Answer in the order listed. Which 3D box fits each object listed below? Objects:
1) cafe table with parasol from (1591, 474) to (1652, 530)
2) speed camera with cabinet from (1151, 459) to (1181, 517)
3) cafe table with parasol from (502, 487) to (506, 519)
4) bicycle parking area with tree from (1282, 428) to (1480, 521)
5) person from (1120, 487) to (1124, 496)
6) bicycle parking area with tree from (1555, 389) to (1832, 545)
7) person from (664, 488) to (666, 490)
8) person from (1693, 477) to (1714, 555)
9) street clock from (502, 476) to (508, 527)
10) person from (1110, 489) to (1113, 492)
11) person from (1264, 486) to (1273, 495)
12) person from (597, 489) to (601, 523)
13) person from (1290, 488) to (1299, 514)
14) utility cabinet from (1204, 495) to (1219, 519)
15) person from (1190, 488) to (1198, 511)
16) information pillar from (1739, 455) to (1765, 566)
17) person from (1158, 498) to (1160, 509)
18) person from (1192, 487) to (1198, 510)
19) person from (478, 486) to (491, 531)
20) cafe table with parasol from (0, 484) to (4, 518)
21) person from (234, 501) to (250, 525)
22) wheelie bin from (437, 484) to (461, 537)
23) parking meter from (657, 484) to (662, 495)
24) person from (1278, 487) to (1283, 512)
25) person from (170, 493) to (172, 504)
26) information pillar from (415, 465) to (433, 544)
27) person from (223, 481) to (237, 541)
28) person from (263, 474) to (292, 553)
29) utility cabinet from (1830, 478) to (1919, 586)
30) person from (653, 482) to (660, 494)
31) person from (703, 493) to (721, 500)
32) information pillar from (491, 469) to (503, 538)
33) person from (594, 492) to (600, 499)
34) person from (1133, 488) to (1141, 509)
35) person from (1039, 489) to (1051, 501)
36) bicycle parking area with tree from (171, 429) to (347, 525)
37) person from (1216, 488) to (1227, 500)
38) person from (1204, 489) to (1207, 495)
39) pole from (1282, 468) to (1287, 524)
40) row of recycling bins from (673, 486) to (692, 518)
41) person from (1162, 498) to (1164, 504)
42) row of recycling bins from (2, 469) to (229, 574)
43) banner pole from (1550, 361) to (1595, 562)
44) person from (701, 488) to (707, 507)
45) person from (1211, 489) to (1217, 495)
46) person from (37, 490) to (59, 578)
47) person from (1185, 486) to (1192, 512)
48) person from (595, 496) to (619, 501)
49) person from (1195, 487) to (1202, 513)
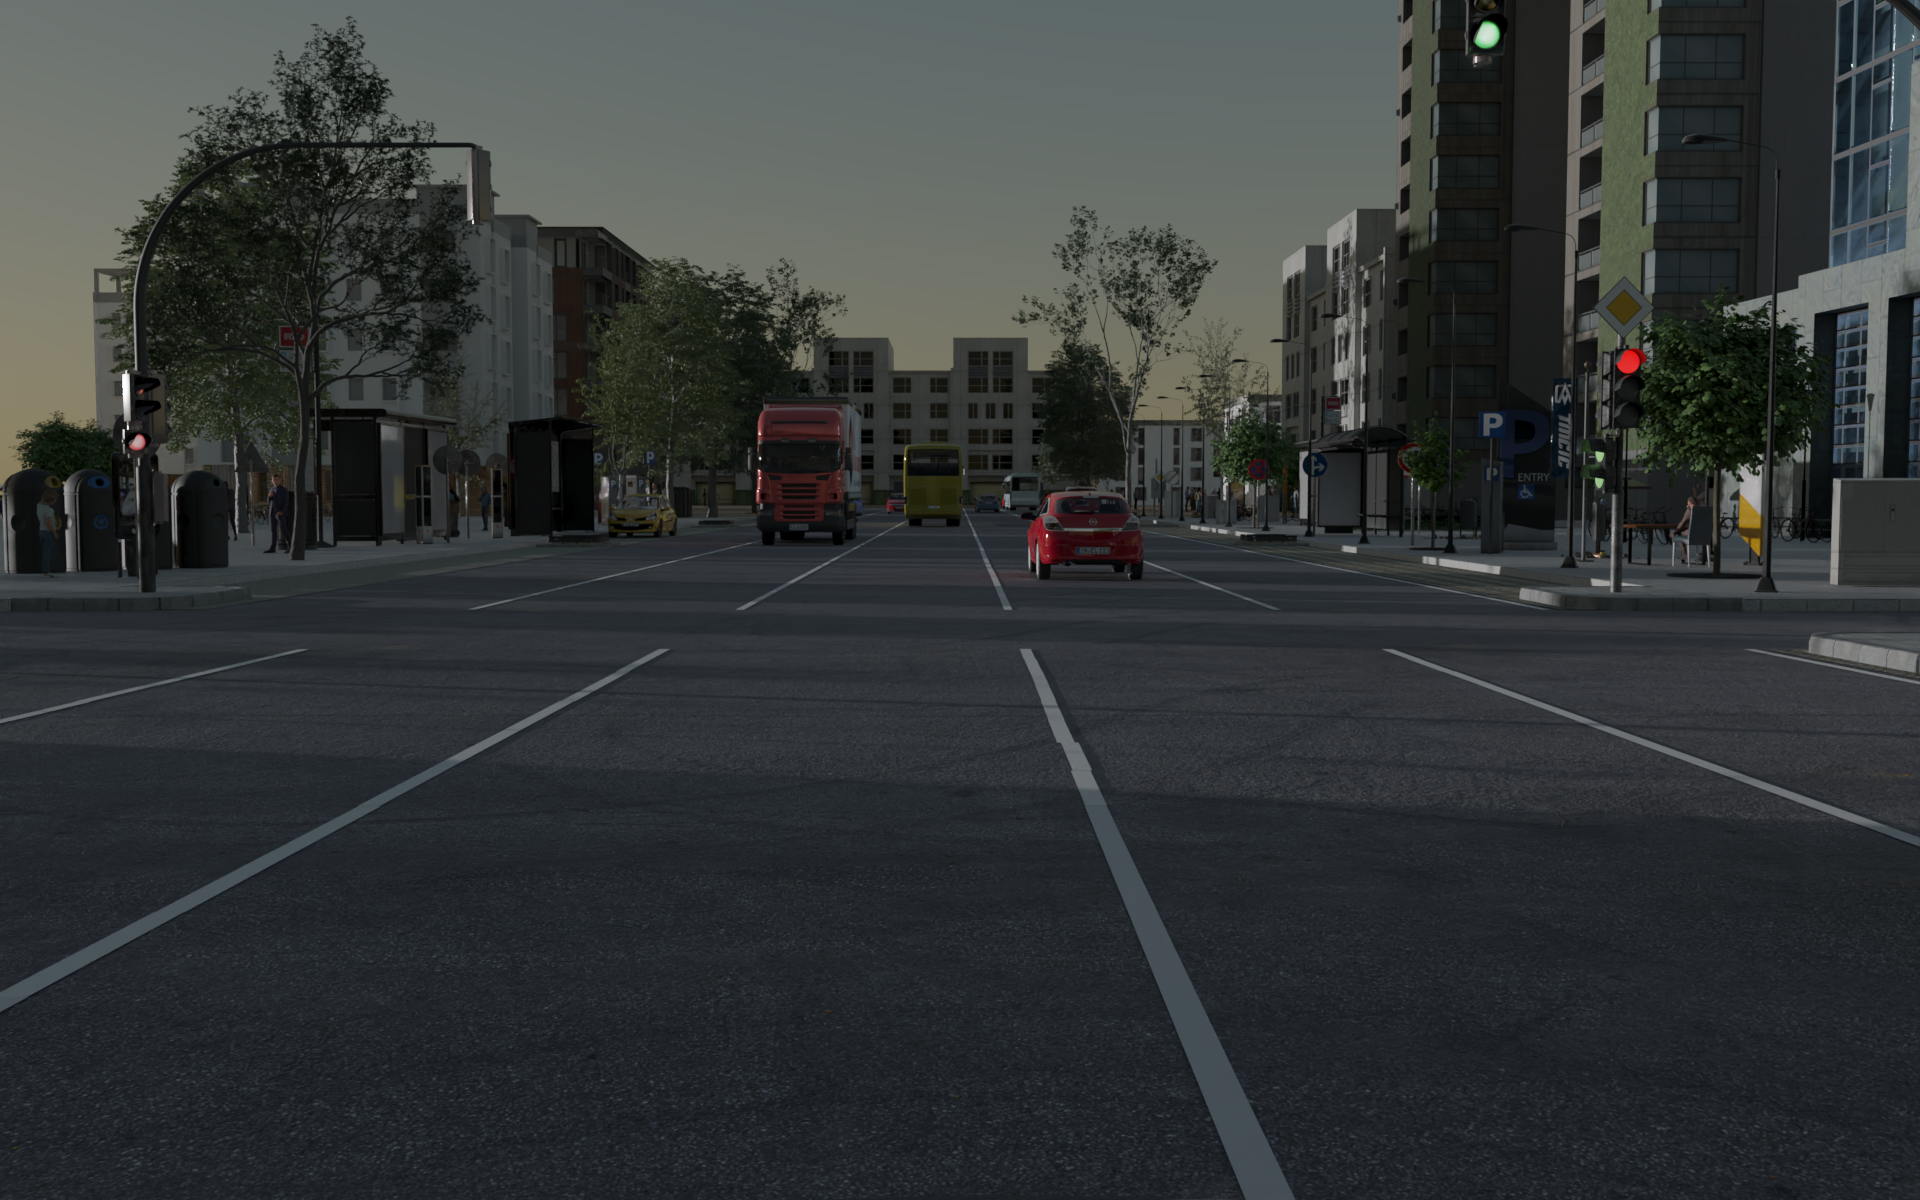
[{"bbox_3d":[22.508,-3.307,58.928,2.610,1.966,2.610,-1,4,-11],"label":"cafe table with parasol"},{"bbox_3d":[11.548,-6.250,96.515,0.660,3.252,2.038,-3,4,-37],"label":"speed camera with cabinet"},{"bbox_3d":[-20.514,-4.644,80.794,2.610,1.966,2.610,2,4,31],"label":"cafe table with parasol"},{"bbox_3d":[18.941,-5.588,78.372,9.016,4.147,8.231,1,4,16],"label":"bicycle parking area with tree"},{"bbox_3d":[13.261,-8.342,142.427,0.705,1.826,1.348,1,4,17],"label":"person"},{"bbox_3d":[20.620,-3.676,47.111,8.231,4.147,9.016,0,4,6],"label":"bicycle parking area with tree"},{"bbox_3d":[-20.717,-7.010,121.472,0.721,1.723,1.217,-1,4,-11],"label":"person"},{"bbox_3d":[15.675,-1.769,36.427,0.517,1.644,0.566,2,4,24],"label":"person"},{"bbox_3d":[-17.681,-3.855,67.594,0.471,2.002,0.358,1,4,17],"label":"street clock"},{"bbox_3d":[10.986,-7.281,126.563,0.593,1.643,0.415,-2,4,-24],"label":"person"},{"bbox_3d":[20.804,-6.751,116.520,0.705,1.812,1.348,-2,4,-26],"label":"person"},{"bbox_3d":[-15.685,-4.119,75.860,0.387,1.526,0.523,0,4,1],"label":"person"},{"bbox_3d":[21.794,-6.508,112.537,0.705,1.814,1.350,-1,4,-10],"label":"person"},{"bbox_3d":[13.248,-4.892,91.151,0.306,1.237,1.020,3,5,40],"label":"utility cabinet"},{"bbox_3d":[17.487,-7.573,130.591,0.721,1.736,1.217,-3,5,-40],"label":"person"},{"bbox_3d":[14.273,-2.434,31.146,0.183,3.616,0.504,-2,4,-24],"label":"information pillar"},{"bbox_3d":[17.611,-8.776,152.721,0.628,1.438,0.799,-2,4,-31],"label":"person"},{"bbox_3d":[18.884,-8.185,139.848,0.705,1.826,1.348,3,5,42],"label":"person"},{"bbox_3d":[-16.624,-3.205,60.657,0.429,1.552,0.499,-3,5,-45],"label":"person"},{"bbox_3d":[-44.485,-4.697,81.661,2.610,1.966,2.610,1,4,14],"label":"cafe table with parasol"},{"bbox_3d":[-28.456,-3.664,68.493,0.480,1.512,0.613,3,4,37],"label":"person"},{"bbox_3d":[-15.237,-2.657,51.351,0.693,1.594,0.980,-3,5,-41],"label":"wheelie bin"},{"bbox_3d":[-15.528,-5.099,89.079,0.399,1.863,0.255,-1,4,-9],"label":"parking meter"},{"bbox_3d":[23.027,-7.214,124.074,0.705,1.814,1.350,2,4,28],"label":"person"},{"bbox_3d":[-28.538,-3.282,62.934,0.697,1.427,0.421,-2,4,-32],"label":"person"},{"bbox_3d":[-13.710,-2.434,44.288,0.304,2.012,0.304,3,4,37],"label":"information pillar"},{"bbox_3d":[-19.999,-2.435,47.321,0.415,1.643,0.593,0,4,-1],"label":"person"},{"bbox_3d":[-14.761,-1.866,37.467,0.541,1.710,0.530,2,4,35],"label":"person"},{"bbox_3d":[12.761,-0.937,24.005,1.173,1.500,0.318,1,4,9],"label":"utility cabinet"},{"bbox_3d":[-13.870,-4.438,78.726,0.434,1.807,0.598,-1,4,-16],"label":"person"},{"bbox_3d":[-15.638,-6.271,109.283,1.217,1.736,0.721,-2,4,-35],"label":"person"},{"bbox_3d":[-13.430,-2.798,50.238,0.304,2.012,0.304,-1,4,-19],"label":"information pillar"},{"bbox_3d":[-22.361,-6.274,108.703,1.350,1.814,0.705,1,4,12],"label":"person"},{"bbox_3d":[14.721,-8.480,144.671,0.705,1.826,1.348,-1,4,-17],"label":"person"},{"bbox_3d":[6.142,-6.899,121.312,1.348,1.822,0.705,3,4,36],"label":"person"},{"bbox_3d":[-29.549,-5.517,77.197,8.231,4.147,9.016,-3,5,-42],"label":"bicycle parking area with tree"},{"bbox_3d":[20.686,-8.050,137.673,0.705,1.822,1.348,-3,5,-39],"label":"person"},{"bbox_3d":[22.191,-9.162,156.759,0.530,1.710,0.541,2,4,29],"label":"person"},{"bbox_3d":[14.069,-4.961,74.952,0.158,3.312,0.155,0,3,0],"label":"pole"},{"bbox_3d":[-15.446,-5.408,95.529,1.069,1.692,3.534,0,4,3],"label":"row of recycling bins"},{"bbox_3d":[18.372,-9.077,157.717,0.557,1.426,1.065,2,4,28],"label":"person"},{"bbox_3d":[-14.181,-1.349,29.176,1.069,1.692,3.534,3,5,42],"label":"row of recycling bins"},{"bbox_3d":[11.629,-2.621,32.869,0.863,3.779,0.401,2,4,25],"label":"banner pole"},{"bbox_3d":[-25.769,-10.324,174.476,0.705,1.869,1.348,1,4,11],"label":"person"},{"bbox_3d":[21.514,-8.554,146.572,0.551,1.740,0.621,-2,4,-26],"label":"person"},{"bbox_3d":[-13.942,-1.012,26.505,0.435,1.345,0.340,2,4,28],"label":"person"},{"bbox_3d":[16.602,-7.320,125.595,0.599,1.838,0.709,1,4,9],"label":"person"},{"bbox_3d":[-20.708,-5.865,101.572,1.348,1.869,0.705,-1,4,-15],"label":"person"},{"bbox_3d":[15.872,-6.591,114.528,0.721,1.735,1.217,-2,4,-26],"label":"person"}]
